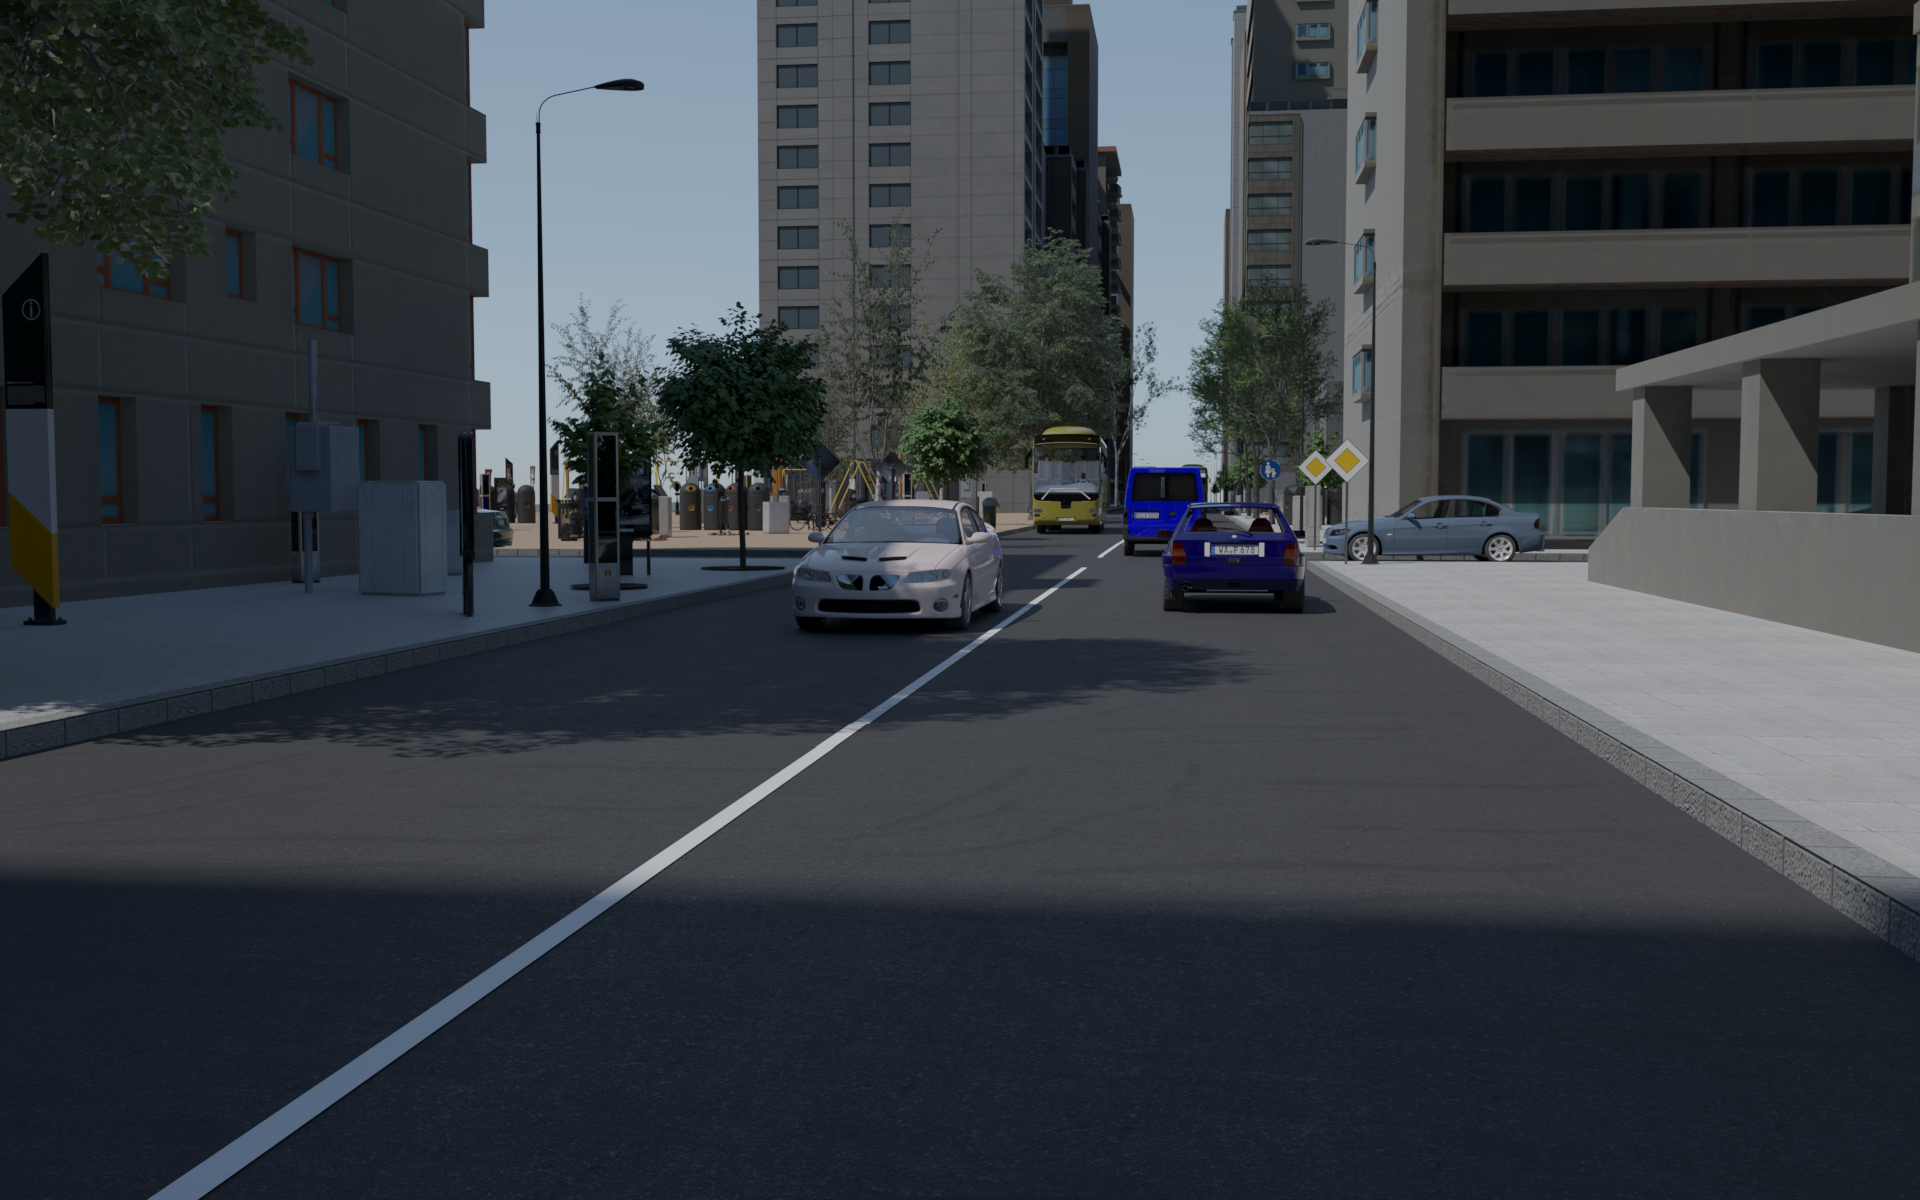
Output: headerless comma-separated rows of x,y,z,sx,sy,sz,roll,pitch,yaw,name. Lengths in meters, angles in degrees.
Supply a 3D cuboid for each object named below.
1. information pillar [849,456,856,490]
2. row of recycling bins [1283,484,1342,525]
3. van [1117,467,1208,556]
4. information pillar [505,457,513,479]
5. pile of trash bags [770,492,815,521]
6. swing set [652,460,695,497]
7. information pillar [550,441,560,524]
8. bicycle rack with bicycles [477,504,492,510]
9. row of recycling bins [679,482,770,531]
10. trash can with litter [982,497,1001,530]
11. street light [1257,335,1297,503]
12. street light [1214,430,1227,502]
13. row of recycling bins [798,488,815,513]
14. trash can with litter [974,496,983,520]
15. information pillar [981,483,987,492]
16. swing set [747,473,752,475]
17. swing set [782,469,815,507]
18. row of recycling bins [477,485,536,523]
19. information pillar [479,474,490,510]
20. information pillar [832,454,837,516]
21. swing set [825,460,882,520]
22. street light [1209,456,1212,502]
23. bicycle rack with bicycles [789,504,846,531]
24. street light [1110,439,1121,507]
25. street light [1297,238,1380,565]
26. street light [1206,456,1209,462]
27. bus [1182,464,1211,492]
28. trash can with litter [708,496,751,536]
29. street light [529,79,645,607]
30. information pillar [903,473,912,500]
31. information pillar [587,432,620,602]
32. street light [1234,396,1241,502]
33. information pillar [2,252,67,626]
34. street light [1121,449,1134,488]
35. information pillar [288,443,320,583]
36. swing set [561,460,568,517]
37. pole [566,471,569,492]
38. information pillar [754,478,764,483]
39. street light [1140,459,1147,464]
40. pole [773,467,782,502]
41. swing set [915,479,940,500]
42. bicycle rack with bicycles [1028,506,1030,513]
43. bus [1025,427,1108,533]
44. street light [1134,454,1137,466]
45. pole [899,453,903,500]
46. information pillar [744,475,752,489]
-5.945,-6.400,95.991,0.183,3.616,0.504,-3,4,-38,information pillar
15.090,-3.927,71.315,3.534,1.692,1.069,-1,4,-9,row of recycling bins
4.889,-2.280,41.664,2.240,2.365,5.245,0,4,6,van
-28.564,-7.242,109.757,0.504,3.616,0.183,0,4,0,information pillar
-8.579,-4.558,84.281,1.912,1.369,3.447,-3,5,-41,pile of trash bags
-12.611,-5.091,80.863,3.119,2.851,2.862,-1,4,-12,swing set
-17.453,-5.093,74.617,0.183,3.616,0.504,2,4,32,information pillar
-20.898,-3.693,73.768,2.852,0.926,2.925,0,4,-5,bicycle rack with bicycles
-8.335,-3.317,61.344,3.534,1.692,1.069,1,4,20,row of recycling bins
1.049,-3.043,61.138,0.624,1.170,1.055,1,4,11,trash can with litter
9.481,-4.783,50.737,1.470,5.913,1.316,0,4,8,street light
19.478,-9.394,126.129,1.470,5.913,1.316,0,4,8,street light
-9.873,-6.601,115.043,1.069,1.692,3.534,-2,4,-24,row of recycling bins
0.861,-4.590,86.105,1.678,1.210,2.233,-1,4,-21,trash can with litter
1.573,-6.650,113.221,0.304,2.012,0.304,1,4,17,information pillar
-12.344,-6.364,101.677,2.862,2.851,3.119,0,4,-2,swing set
-9.576,-6.793,108.681,3.119,2.851,2.862,1,4,12,swing set
-20.329,-4.225,76.189,3.534,1.692,1.069,1,4,13,row of recycling bins
-17.188,-3.559,62.681,0.304,2.012,0.304,-2,4,-31,information pillar
-7.419,-6.780,102.213,0.183,3.616,0.504,1,4,15,information pillar
-4.777,-5.151,81.846,2.862,2.851,3.119,0,4,4,swing set
23.581,-11.283,157.017,1.470,5.913,1.316,0,4,8,street light
-4.520,-2.897,60.744,2.925,0.926,2.852,-1,4,-9,bicycle rack with bicycles
12.708,-10.683,147.202,1.470,5.913,1.316,0,4,8,street light
6.961,-3.608,31.536,1.470,5.913,1.316,0,4,8,street light
30.621,-14.540,210.275,1.470,5.913,1.316,0,4,8,street light
18.973,-9.165,141.395,2.896,3.916,12.252,1,4,8,bus
-7.102,-2.641,54.237,1.678,1.210,2.233,1,4,20,trash can with litter
-4.219,-2.878,19.597,1.470,5.913,1.316,0,4,8,street light
-1.835,-3.414,60.305,0.304,2.012,0.304,0,4,-8,information pillar
-4.273,-0.996,20.772,0.304,2.012,0.304,-2,4,-28,information pillar
13.610,-6.701,82.104,1.470,5.913,1.316,0,4,8,street light
-9.059,-1.563,16.903,0.504,3.616,0.183,1,4,12,information pillar
16.920,-12.586,178.320,1.470,5.913,1.316,0,4,8,street light
-9.454,-1.253,24.976,0.304,2.012,0.304,3,5,44,information pillar
-16.692,-5.041,80.042,3.119,2.851,2.862,0,4,-6,swing set
-22.570,-6.469,99.604,0.158,3.312,0.155,0,3,0,pole
-8.365,-4.933,72.015,0.504,3.616,0.183,2,4,29,information pillar
23.698,-15.750,230.057,1.470,5.913,1.316,0,4,8,street light
-6.131,-3.902,57.634,0.158,3.312,0.155,0,3,0,pole
-2.477,-7.036,112.663,2.862,2.851,3.119,-1,4,-9,swing set
5.935,-5.666,106.029,2.925,0.926,2.852,2,4,27,bicycle rack with bicycles
4.323,-4.596,66.692,2.896,3.916,12.252,0,4,6,bus
19.641,-13.845,198.903,1.470,5.913,1.316,0,4,8,street light
-2.864,-5.511,83.954,0.158,3.312,0.155,0,3,0,pole
-8.187,-3.789,66.434,0.304,2.012,0.304,2,4,35,information pillar
